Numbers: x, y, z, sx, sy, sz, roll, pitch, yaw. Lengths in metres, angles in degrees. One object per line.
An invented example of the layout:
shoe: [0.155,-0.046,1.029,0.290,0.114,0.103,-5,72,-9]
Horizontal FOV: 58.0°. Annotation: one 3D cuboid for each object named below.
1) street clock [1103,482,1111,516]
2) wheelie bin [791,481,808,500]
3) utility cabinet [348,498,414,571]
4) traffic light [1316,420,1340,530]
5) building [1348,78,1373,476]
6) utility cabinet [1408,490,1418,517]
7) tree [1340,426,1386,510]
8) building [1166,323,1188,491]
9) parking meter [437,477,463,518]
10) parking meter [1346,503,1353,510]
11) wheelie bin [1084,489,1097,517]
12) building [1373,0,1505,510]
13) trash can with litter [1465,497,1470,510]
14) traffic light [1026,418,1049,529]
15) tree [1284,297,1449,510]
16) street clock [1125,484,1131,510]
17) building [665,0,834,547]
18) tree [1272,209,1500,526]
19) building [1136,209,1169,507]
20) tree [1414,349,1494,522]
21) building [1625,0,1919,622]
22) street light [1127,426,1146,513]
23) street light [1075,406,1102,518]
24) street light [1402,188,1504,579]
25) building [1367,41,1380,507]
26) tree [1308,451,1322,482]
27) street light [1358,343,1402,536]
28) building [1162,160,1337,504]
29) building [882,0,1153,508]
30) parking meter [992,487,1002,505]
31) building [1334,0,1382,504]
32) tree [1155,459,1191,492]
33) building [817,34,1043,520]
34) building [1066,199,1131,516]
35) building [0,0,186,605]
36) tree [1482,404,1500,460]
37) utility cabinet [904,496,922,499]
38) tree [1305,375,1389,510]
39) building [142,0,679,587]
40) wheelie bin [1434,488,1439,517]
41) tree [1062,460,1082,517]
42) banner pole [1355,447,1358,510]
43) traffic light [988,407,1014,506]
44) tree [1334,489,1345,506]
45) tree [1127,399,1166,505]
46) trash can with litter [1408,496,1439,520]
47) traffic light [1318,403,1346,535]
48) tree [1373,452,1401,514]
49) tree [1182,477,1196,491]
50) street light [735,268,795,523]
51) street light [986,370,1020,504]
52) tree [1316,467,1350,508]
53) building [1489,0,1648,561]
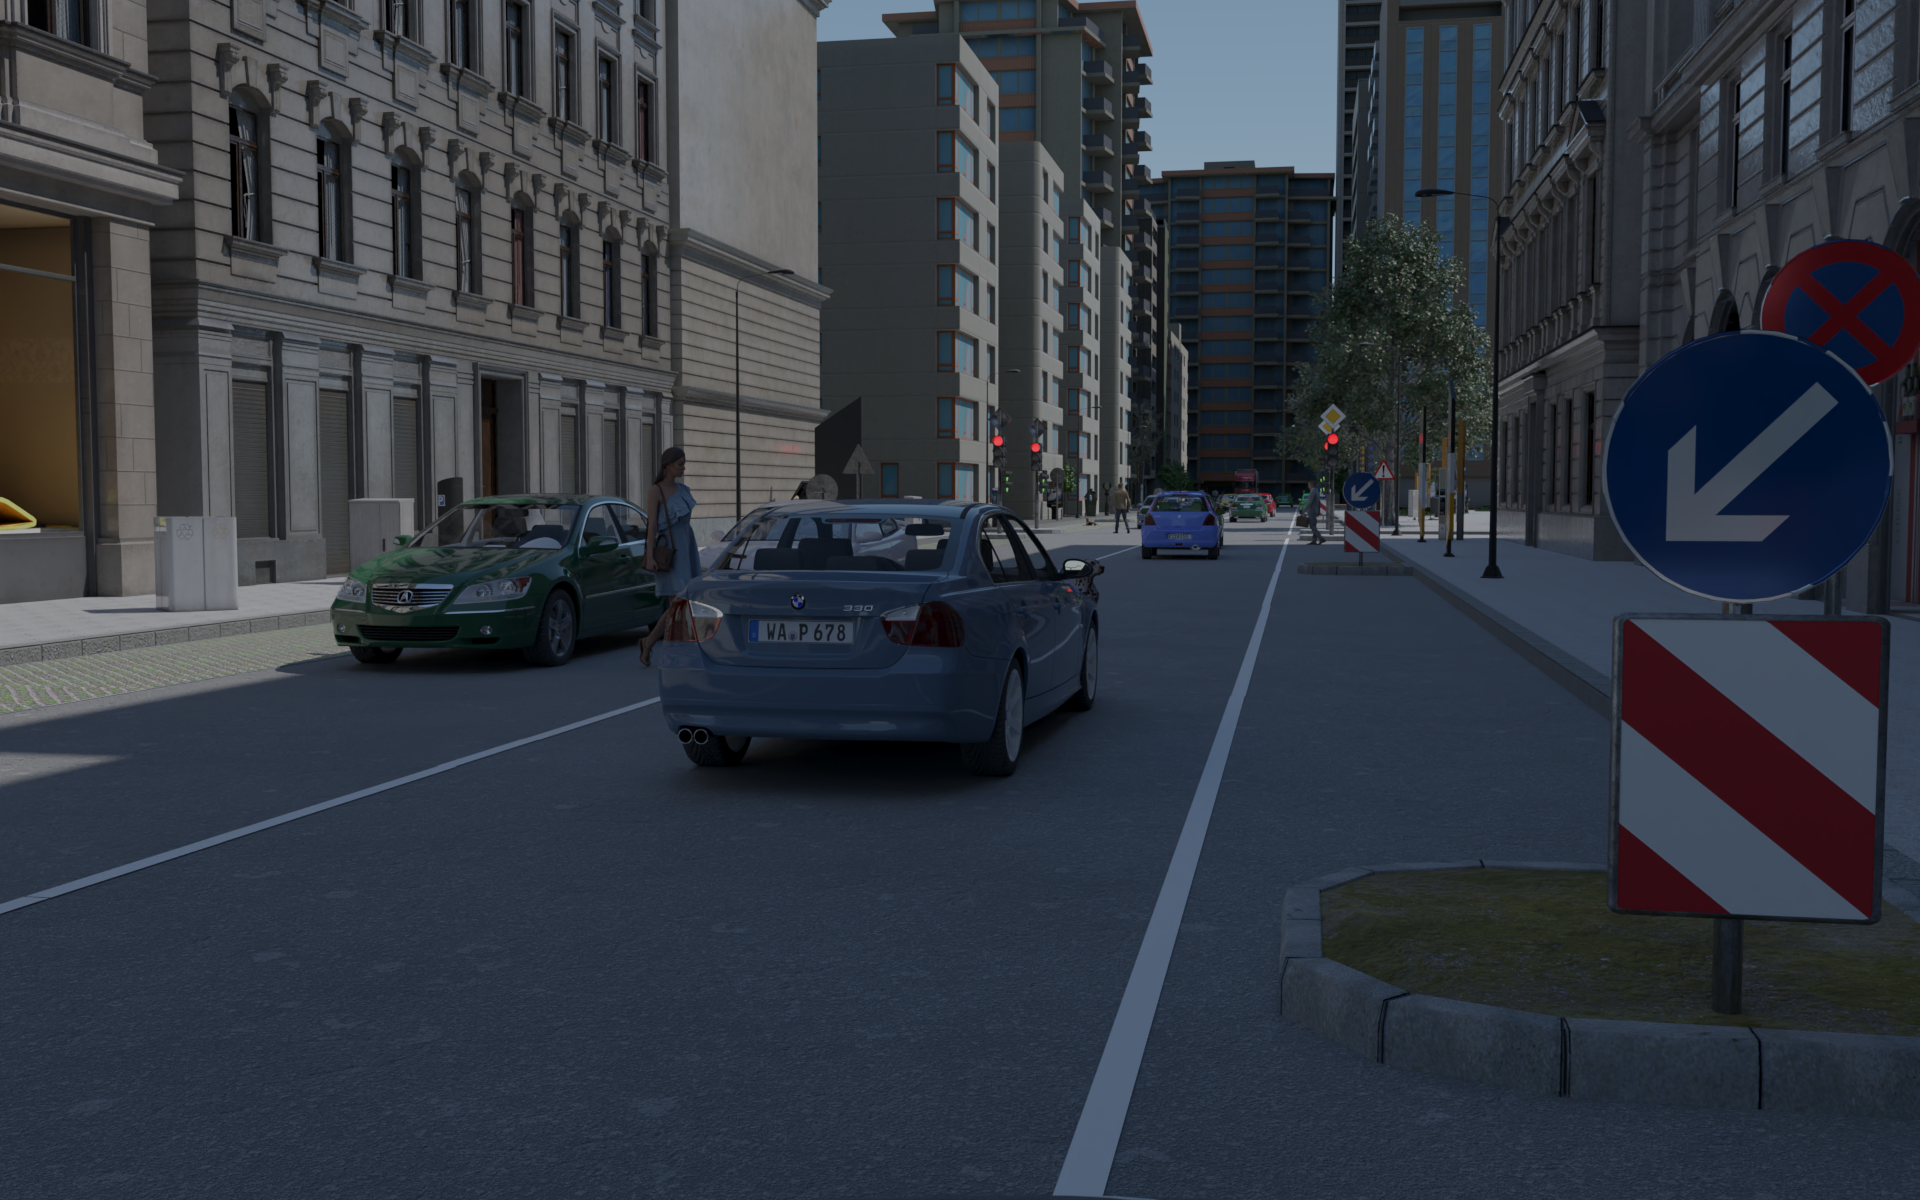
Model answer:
street clock: [8.678,-5.981,102.362,0.471,2.002,0.358,-2,4,-24]
wheelie bin: [-3.584,-2.039,41.247,0.693,1.594,0.980,2,4,28]
utility cabinet: [-8.330,-0.842,24.936,1.020,1.237,0.306,2,4,29]
traffic light: [13.106,-4.450,61.677,0.839,4.253,0.868,1,4,11]
building: [54.501,-34.765,192.114,21.300,48.544,21.600,1,4,11]
utility cabinet: [25.316,-5.354,96.218,0.318,1.500,1.173,3,5,40]
tree: [25.091,-9.630,107.813,4.360,8.622,3.978,0,3,0]
building: [10.810,-21.701,199.856,28.899,21.520,27.650,1,4,11]
parking meter: [-7.585,-1.064,25.807,0.372,1.533,0.369,0,3,0]
parking meter: [25.766,-6.658,114.567,0.399,1.863,0.255,2,4,31]
wheelie bin: [7.460,-5.555,98.739,0.693,1.594,0.980,-1,4,-11]
building: [42.314,-30.279,145.173,14.600,45.320,14.200,1,4,11]
trash can with litter: [38.811,-7.424,132.766,0.624,1.170,1.055,1,4,8]
traffic light: [2.839,-4.572,63.681,0.839,4.253,0.868,1,4,11]
tree: [23.512,-11.417,97.036,12.009,13.543,11.850,0,3,0]
street clock: [12.064,-7.328,124.377,0.471,2.002,0.358,0,4,-1]
building: [-21.746,-14.119,49.935,34.723,24.649,14.460,1,4,11]
tree: [17.512,-9.355,69.956,9.611,12.733,9.660,0,3,0]
building: [13.471,-24.691,175.396,14.160,30.474,14.107,1,4,11]
tree: [22.947,-7.922,79.888,4.737,8.622,4.395,0,3,0]
building: [15.739,-10.794,18.287,13.314,21.916,24.055,1,4,11]
street light: [12.014,-8.912,118.257,1.470,5.913,1.316,1,4,11]
street light: [6.784,-7.280,91.562,1.470,5.913,1.316,1,4,11]
street light: [7.600,-3.293,26.386,1.470,5.913,1.316,1,4,11]
building: [50.700,-33.440,166.357,23.786,49.044,30.456,1,4,11]
tree: [44.582,-15.920,210.646,4.737,8.622,4.395,0,3,0]
street light: [12.903,-4.933,53.199,1.470,5.913,1.316,1,4,11]
building: [35.055,-35.230,230.630,28.867,44.769,22.147,1,4,11]
building: [5.424,-30.585,154.683,22.147,44.769,28.867,1,4,11]
parking meter: [1.417,-3.558,66.584,0.372,1.533,0.369,0,3,0]
building: [59.571,-48.198,226.285,20.611,71.187,20.563,1,4,11]
tree: [19.787,-10.815,160.538,4.285,4.588,4.351,0,3,0]
building: [-10.780,-14.509,82.262,27.650,21.520,28.899,1,4,11]
building: [-3.548,-16.718,118.377,27.650,21.520,28.899,1,4,11]
building: [-18.424,-9.317,3.245,10.553,20.767,40.483,1,4,11]
tree: [36.323,-10.150,116.319,4.360,8.622,3.978,0,3,0]
utility cabinet: [-1.417,-2.540,52.690,0.306,1.237,1.020,1,4,13]
tree: [30.884,-12.828,135.495,9.928,11.665,9.643,0,3,0]
building: [-12.976,-11.197,32.219,9.793,20.994,18.267,1,4,11]
wheelie bin: [26.510,-5.335,95.143,0.980,1.594,0.693,-1,4,-17]
tree: [6.077,-6.236,96.559,1.663,3.219,1.824,0,3,0]
banner pole: [19.332,-5.773,84.412,0.401,3.779,0.863,1,4,16]
traffic light: [1.292,-4.093,55.846,0.839,4.253,0.868,1,4,11]
tree: [41.351,-11.840,188.189,1.663,3.219,1.824,0,3,0]
tree: [13.886,-11.245,134.223,4.360,8.622,3.978,0,3,0]
trash can with litter: [22.875,-4.512,84.832,2.233,1.210,1.678,0,4,-7]
traffic light: [11.559,-3.971,53.843,0.839,4.253,0.868,1,4,11]
tree: [19.320,-5.184,79.353,1.663,3.219,1.824,0,3,0]
tree: [25.266,-11.908,189.289,1.663,3.219,1.824,0,3,0]
street light: [-4.090,-3.875,35.892,1.470,5.913,1.316,1,4,11]
street light: [1.552,-5.647,64.867,1.470,5.913,1.316,1,4,11]
tree: [35.646,-11.135,165.769,4.285,4.588,4.351,0,3,0]
building: [18.465,-10.755,40.473,10.561,19.102,19.286,1,4,11]
